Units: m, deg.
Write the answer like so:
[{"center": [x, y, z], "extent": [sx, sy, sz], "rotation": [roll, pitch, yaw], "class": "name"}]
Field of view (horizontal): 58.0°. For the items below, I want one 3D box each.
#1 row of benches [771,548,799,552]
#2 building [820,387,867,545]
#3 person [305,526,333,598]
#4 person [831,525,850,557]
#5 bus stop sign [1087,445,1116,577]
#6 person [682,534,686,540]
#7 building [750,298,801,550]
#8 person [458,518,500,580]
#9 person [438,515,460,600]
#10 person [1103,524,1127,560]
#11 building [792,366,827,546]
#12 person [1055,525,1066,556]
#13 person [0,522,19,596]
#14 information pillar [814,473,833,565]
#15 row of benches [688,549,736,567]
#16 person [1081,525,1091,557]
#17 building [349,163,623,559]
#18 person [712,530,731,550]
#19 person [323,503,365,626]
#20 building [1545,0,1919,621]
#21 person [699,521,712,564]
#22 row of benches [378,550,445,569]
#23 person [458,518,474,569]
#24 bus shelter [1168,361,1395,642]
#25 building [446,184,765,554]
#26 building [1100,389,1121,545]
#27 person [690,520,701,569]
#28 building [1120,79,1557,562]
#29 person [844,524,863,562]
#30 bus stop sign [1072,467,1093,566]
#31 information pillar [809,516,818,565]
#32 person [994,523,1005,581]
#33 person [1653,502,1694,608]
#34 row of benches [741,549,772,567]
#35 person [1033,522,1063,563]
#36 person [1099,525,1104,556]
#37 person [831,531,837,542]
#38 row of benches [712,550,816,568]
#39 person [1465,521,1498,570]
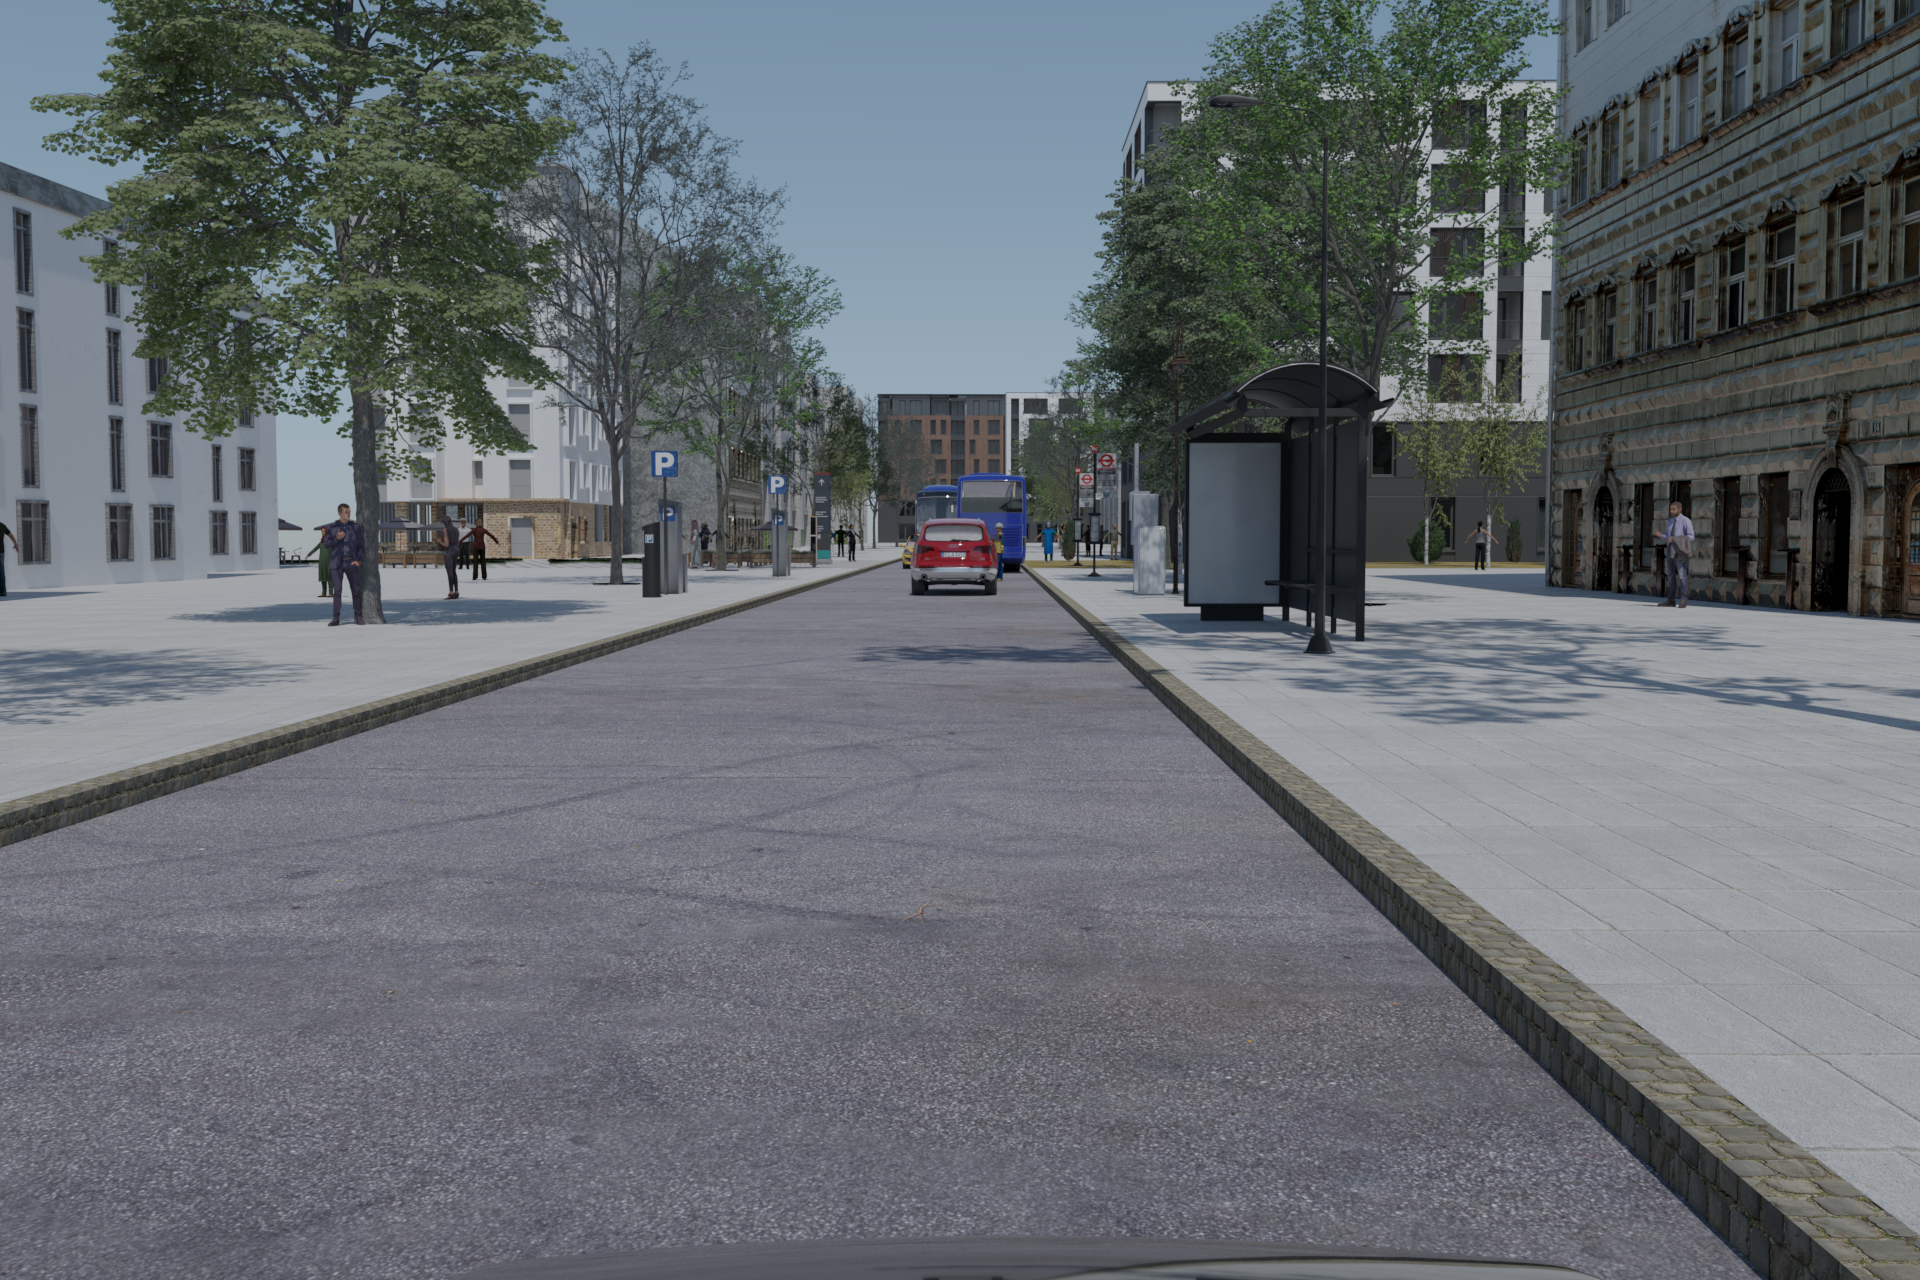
[{"center": [-7.851, -3.730, 76.453], "extent": [1.422, 0.672, 4.104], "rotation": [0, 4, 7], "class": "row of benches"}, {"center": [-21.458, -21.850, 223.706], "extent": [16.747, 18.905, 31.486], "rotation": [0, 4, 1], "class": "building"}, {"center": [-12.855, -1.576, 34.986], "extent": [0.989, 1.438, 0.599], "rotation": [2, 4, 29], "class": "person"}, {"center": [-6.709, -5.584, 97.478], "extent": [1.347, 1.806, 0.705], "rotation": [-1, 4, -12], "class": "person"}, {"center": [4.259, -3.871, 51.995], "extent": [0.855, 3.939, 0.416], "rotation": [0, 4, 1], "class": "bus stop sign"}, {"center": [-16.429, -5.852, 101.609], "extent": [0.705, 1.837, 1.347], "rotation": [1, 4, 17], "class": "person"}, {"center": [-23.088, -16.880, 142.441], "extent": [16.747, 18.905, 31.486], "rotation": [0, 4, 0], "class": "building"}, {"center": [-13.379, -2.527, 48.129], "extent": [1.215, 1.729, 0.721], "rotation": [-2, 4, -29], "class": "person"}, {"center": [-10.009, -1.615, 33.920], "extent": [0.415, 1.643, 0.593], "rotation": [-1, 4, -20], "class": "person"}, {"center": [7.562, -4.805, 84.832], "extent": [1.348, 1.796, 0.705], "rotation": [-1, 4, -23], "class": "person"}, {"center": [-24.634, -19.799, 190.175], "extent": [16.747, 18.905, 31.486], "rotation": [0, 4, 2], "class": "building"}, {"center": [6.000, -5.721, 99.679], "extent": [1.345, 1.843, 0.704], "rotation": [-2, 4, -30], "class": "person"}, {"center": [-19.843, -1.796, 35.590], "extent": [0.705, 1.803, 1.348], "rotation": [1, 4, 16], "class": "person"}, {"center": [-5.799, -5.127, 73.198], "extent": [0.750, 3.857, 0.750], "rotation": [0, 4, 1], "class": "information pillar"}, {"center": [-9.995, -3.346, 70.176], "extent": [1.422, 0.672, 4.104], "rotation": [1, 4, 12], "class": "row of benches"}, {"center": [7.224, -5.622, 98.053], "extent": [0.704, 1.812, 1.346], "rotation": [3, 5, 43], "class": "person"}, {"center": [-25.072, -14.274, 89.804], "extent": [16.016, 20.090, 11.380], "rotation": [0, 3, 0], "class": "building"}, {"center": [-13.326, -5.477, 95.772], "extent": [1.346, 1.802, 0.704], "rotation": [0, 4, 5], "class": "person"}, {"center": [-8.614, -1.057, 24.244], "extent": [0.541, 1.710, 0.530], "rotation": [-1, 4, -9], "class": "person"}, {"center": [23.312, -12.311, 32.214], "extent": [19.493, 23.208, 18.063], "rotation": [0, 4, 1], "class": "building"}, {"center": [-11.018, -4.205, 74.524], "extent": [0.705, 1.856, 1.354], "rotation": [-3, 5, -42], "class": "person"}, {"center": [-21.005, -3.036, 65.101], "extent": [4.104, 0.672, 1.422], "rotation": [1, 4, 22], "class": "row of benches"}, {"center": [-17.968, -3.480, 62.694], "extent": [1.343, 1.855, 0.704], "rotation": [0, 4, -5], "class": "person"}, {"center": [4.077, -1.779, 23.018], "extent": [2.014, 3.302, 5.546], "rotation": [0, 4, 0], "class": "bus shelter"}, {"center": [-23.810, -17.526, 117.471], "extent": [19.493, 23.208, 18.063], "rotation": [0, 4, 1], "class": "building"}, {"center": [27.194, -21.549, 218.781], "extent": [16.747, 18.905, 31.486], "rotation": [0, 4, 1], "class": "building"}, {"center": [-9.801, -3.527, 63.812], "extent": [0.704, 1.811, 1.347], "rotation": [-1, 4, -11], "class": "person"}, {"center": [22.570, -15.329, 94.600], "extent": [27.936, 21.610, 32.646], "rotation": [0, 4, 1], "class": "building"}, {"center": [-4.934, -4.487, 80.090], "extent": [0.721, 1.740, 1.216], "rotation": [3, 5, 42], "class": "person"}, {"center": [4.940, -4.935, 69.396], "extent": [0.855, 3.939, 0.416], "rotation": [0, 4, 1], "class": "bus stop sign"}, {"center": [-6.036, -4.096, 71.454], "extent": [0.304, 2.012, 0.304], "rotation": [0, 4, 2], "class": "information pillar"}, {"center": [1.102, -2.675, 52.652], "extent": [0.721, 1.772, 1.216], "rotation": [-1, 4, -18], "class": "person"}, {"center": [12.371, -1.482, 30.135], "extent": [0.599, 1.838, 0.709], "rotation": [-1, 4, -22], "class": "person"}, {"center": [-8.116, -3.354, 70.293], "extent": [1.422, 0.672, 4.104], "rotation": [1, 4, 9], "class": "row of benches"}, {"center": [3.949, -4.349, 77.233], "extent": [1.347, 1.817, 0.704], "rotation": [1, 4, 13], "class": "person"}, {"center": [8.189, -5.738, 99.947], "extent": [0.705, 1.813, 1.348], "rotation": [0, 4, -2], "class": "person"}, {"center": [-6.077, -4.428, 78.363], "extent": [1.349, 1.833, 0.705], "rotation": [-3, 5, -41], "class": "person"}, {"center": [-7.402, -3.100, 66.154], "extent": [4.104, 0.672, 1.422], "rotation": [-1, 4, -12], "class": "row of benches"}, {"center": [18.421, -3.328, 61.220], "extent": [1.217, 1.737, 0.721], "rotation": [3, 4, 38], "class": "person"}]
